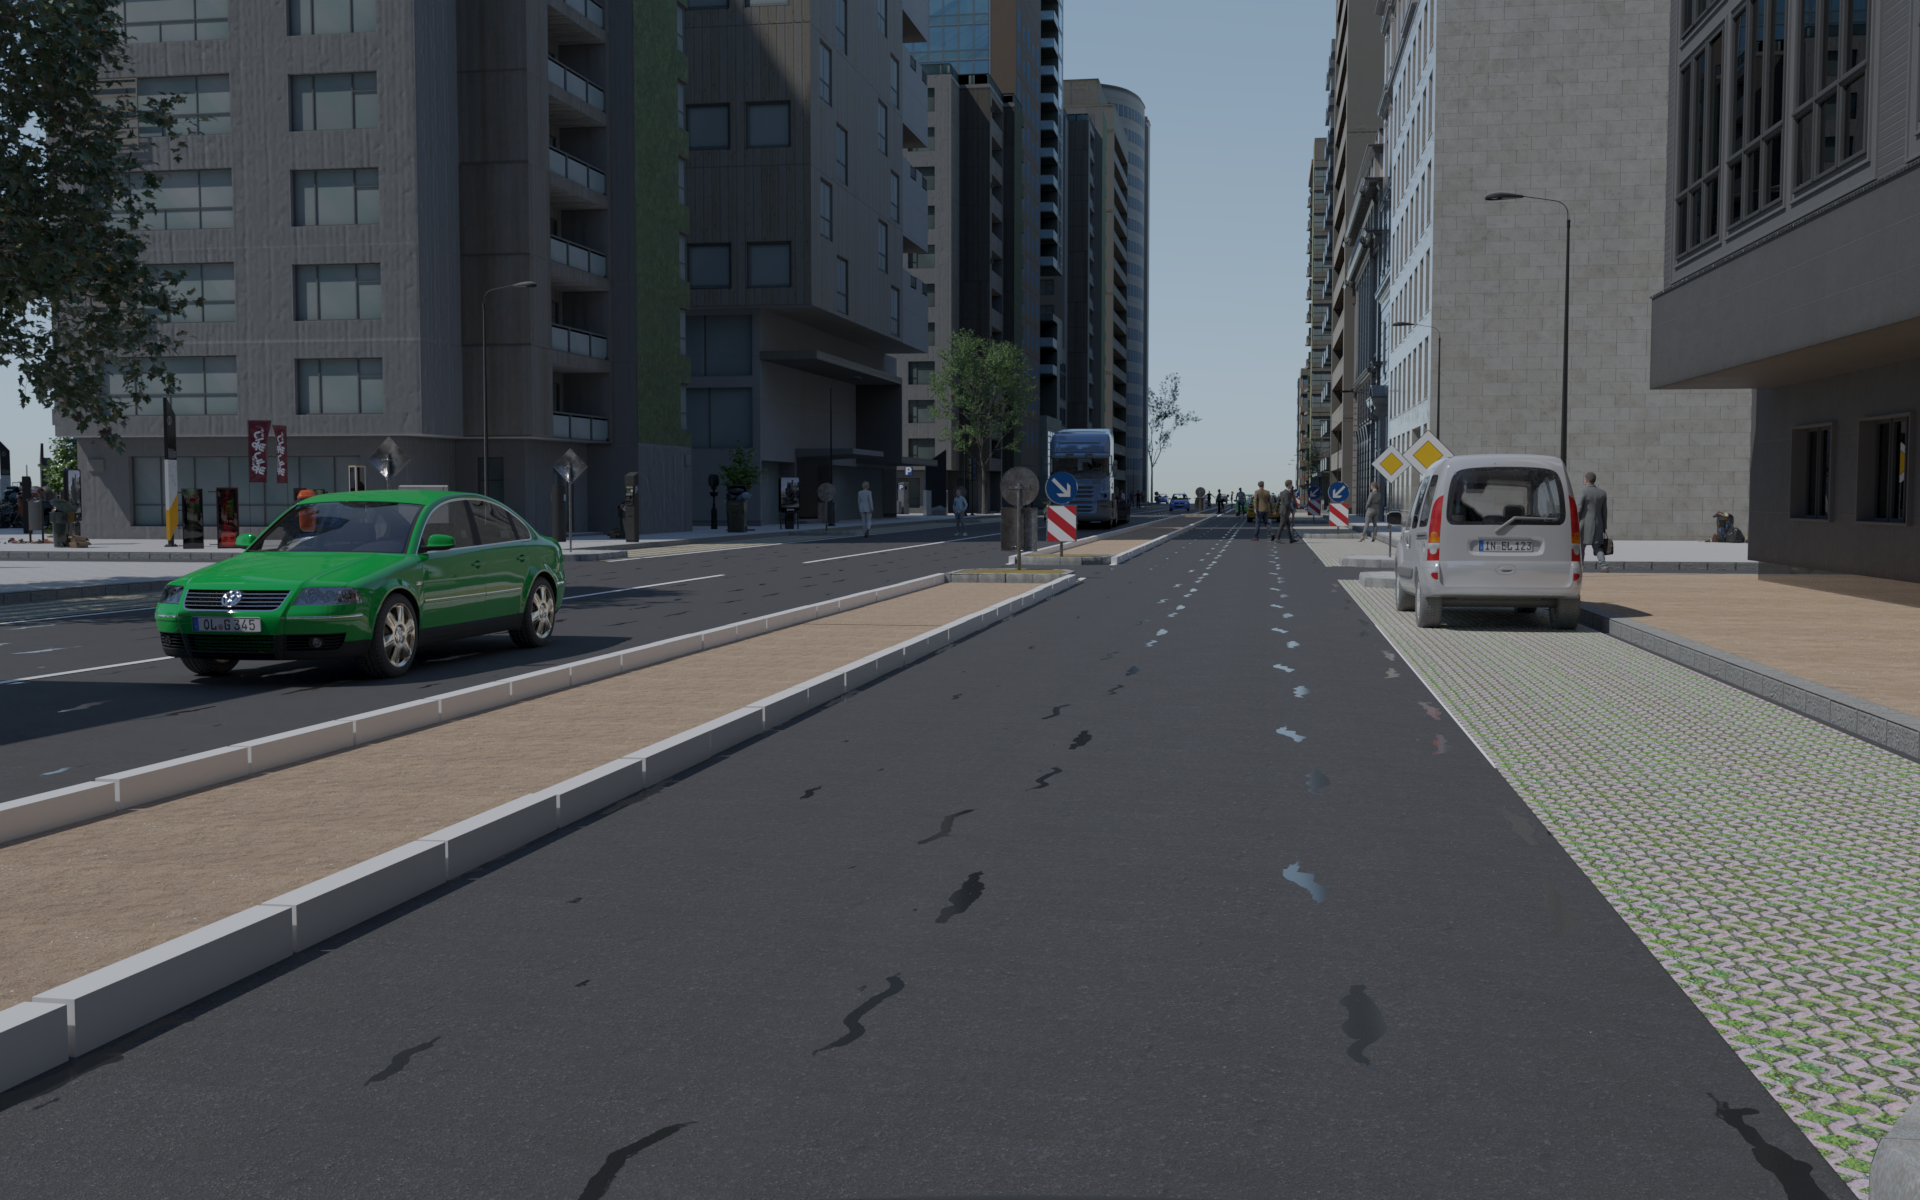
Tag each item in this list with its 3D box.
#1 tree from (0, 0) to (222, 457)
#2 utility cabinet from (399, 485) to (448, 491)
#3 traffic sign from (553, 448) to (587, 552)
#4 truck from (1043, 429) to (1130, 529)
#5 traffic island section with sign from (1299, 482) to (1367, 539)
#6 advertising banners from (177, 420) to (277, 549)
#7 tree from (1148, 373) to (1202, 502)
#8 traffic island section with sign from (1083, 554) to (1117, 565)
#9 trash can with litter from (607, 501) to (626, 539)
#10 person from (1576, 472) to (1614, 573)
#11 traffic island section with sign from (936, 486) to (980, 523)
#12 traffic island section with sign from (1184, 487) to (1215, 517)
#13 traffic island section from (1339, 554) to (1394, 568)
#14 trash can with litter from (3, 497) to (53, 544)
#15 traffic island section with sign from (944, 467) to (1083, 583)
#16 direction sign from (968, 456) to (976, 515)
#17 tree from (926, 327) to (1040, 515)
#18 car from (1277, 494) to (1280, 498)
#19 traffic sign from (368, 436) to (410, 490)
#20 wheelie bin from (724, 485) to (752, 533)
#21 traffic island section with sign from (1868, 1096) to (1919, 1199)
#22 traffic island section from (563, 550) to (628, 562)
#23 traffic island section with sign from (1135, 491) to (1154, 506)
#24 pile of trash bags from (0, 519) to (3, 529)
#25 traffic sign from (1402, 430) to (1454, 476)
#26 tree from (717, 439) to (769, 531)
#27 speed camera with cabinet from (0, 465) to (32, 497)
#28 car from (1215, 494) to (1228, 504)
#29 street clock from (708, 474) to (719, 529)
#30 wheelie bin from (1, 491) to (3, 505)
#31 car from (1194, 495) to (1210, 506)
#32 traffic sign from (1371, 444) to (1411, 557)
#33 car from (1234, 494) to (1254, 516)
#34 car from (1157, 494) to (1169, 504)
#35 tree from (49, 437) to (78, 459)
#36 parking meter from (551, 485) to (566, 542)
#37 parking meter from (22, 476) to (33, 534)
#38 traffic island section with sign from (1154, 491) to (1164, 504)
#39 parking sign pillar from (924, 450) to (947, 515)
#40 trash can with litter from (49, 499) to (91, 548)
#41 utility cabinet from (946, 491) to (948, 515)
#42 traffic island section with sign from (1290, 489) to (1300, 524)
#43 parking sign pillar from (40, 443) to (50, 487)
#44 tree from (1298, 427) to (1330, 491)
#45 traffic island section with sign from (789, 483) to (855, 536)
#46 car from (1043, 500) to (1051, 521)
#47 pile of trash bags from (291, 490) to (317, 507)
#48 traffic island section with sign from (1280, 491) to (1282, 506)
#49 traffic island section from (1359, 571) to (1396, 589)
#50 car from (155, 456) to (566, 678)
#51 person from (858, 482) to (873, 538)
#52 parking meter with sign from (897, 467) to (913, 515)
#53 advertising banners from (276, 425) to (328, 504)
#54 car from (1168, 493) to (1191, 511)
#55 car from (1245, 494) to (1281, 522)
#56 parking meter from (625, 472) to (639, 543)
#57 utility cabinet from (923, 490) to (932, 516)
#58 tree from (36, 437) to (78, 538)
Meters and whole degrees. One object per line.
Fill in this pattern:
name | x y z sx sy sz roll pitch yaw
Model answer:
tree | -14.132 -6.391 21.493 9.611 12.733 9.660 0 3 0
utility cabinet | -13.574 -2.152 43.861 1.173 1.500 0.318 -1 4 -12
traffic sign | -8.568 -2.106 38.073 0.795 2.450 0.064 1 4 10
truck | 5.974 -5.360 77.387 2.967 4.110 18.799 1 4 8
traffic island section with sign | 12.084 -2.892 55.916 1.989 1.847 2.006 1 4 10
advertising banners | -17.252 -2.721 40.681 2.074 3.025 0.090 -1 4 -23
tree | 31.184 -25.246 268.662 12.611 20.169 13.585 0 3 0
traffic island section with sign | 2.183 -1.698 35.897 2.006 1.907 1.989 1 4 10
trash can with litter | -9.718 -2.343 49.693 1.055 1.170 0.624 3 4 37
person | 10.852 -1.299 29.840 0.694 1.812 0.767 -1 4 -16
traffic island section with sign | -0.030 -4.771 86.632 1.989 1.847 2.006 1 4 10
traffic island section with sign | 15.220 -6.224 109.901 2.006 1.907 1.989 1 4 10
traffic island section | 8.732 -0.783 35.091 2.009 0.180 2.903 1 4 10
trash can with litter | -24.249 -2.086 45.164 2.233 1.210 1.678 2 4 27
traffic island section with sign | 0.887 -1.252 28.604 2.006 1.907 1.989 1 4 10
direction sign | 0.744 -6.860 104.154 0.379 3.537 0.876 -2 4 -31
tree | 1.412 -11.197 108.822 9.928 11.665 9.643 0 3 0
car | 46.308 -14.671 248.674 1.959 1.807 4.718 1 4 10
traffic sign | -9.954 -1.625 30.208 0.795 2.450 0.064 1 4 10
wheelie bin | -7.427 -3.052 57.812 0.980 1.594 0.693 0 4 4
traffic island section with sign | 2.713 0.356 2.802 1.989 1.847 2.006 1 4 10
traffic island section | -8.592 -0.970 38.139 2.009 0.180 2.903 1 4 10
traffic island section with sign | 23.041 -12.779 217.558 1.989 1.847 2.006 1 4 10
pile of trash bags | -35.571 -3.368 64.821 3.447 1.369 1.912 3 5 40
traffic sign | 7.321 -1.438 27.153 0.795 2.450 0.064 1 4 10
tree | -7.760 -4.040 60.658 1.663 3.219 1.824 0 3 0
speed camera with cabinet | -63.613 -7.495 116.879 2.038 3.252 0.660 1 4 20
car | 39.239 -15.350 259.762 1.959 1.807 4.718 1 4 9
street clock | -8.956 -3.577 63.051 0.358 2.002 0.471 -2 4 -33
wheelie bin | -38.736 -3.851 70.876 0.980 1.594 0.693 1 4 21
car | 29.480 -12.098 210.168 2.083 1.381 4.827 1 4 11
traffic sign | 8.707 -1.919 35.018 0.795 2.450 0.064 1 4 10
car | 18.928 -6.194 113.069 2.131 1.459 4.920 1 4 10
car | 29.666 -14.947 253.967 1.945 1.707 3.694 1 4 12
tree | -36.649 -5.486 73.417 4.285 4.588 4.351 0 3 0
parking meter | -10.729 -2.317 46.298 0.372 1.533 0.369 0 3 0
parking meter | -30.401 -3.103 56.448 0.255 1.863 0.399 -2 4 -24
traffic island section with sign | 27.798 -14.428 244.529 1.989 1.847 2.006 1 4 10
parking sign pillar | -1.492 -7.081 104.254 1.447 3.967 1.447 -1 4 -15
trash can with litter | -21.220 -1.836 41.399 1.055 1.170 0.624 1 4 23
utility cabinet | -1.331 -5.967 106.234 1.173 1.500 0.318 -1 4 -21
traffic island section with sign | 16.970 -4.588 83.647 1.989 1.847 2.006 1 4 10
parking sign pillar | -48.728 -6.348 92.258 1.447 3.967 1.447 -2 4 -31
tree | 39.347 -14.773 191.908 4.360 8.622 3.978 0 3 0
traffic island section with sign | -4.714 -3.147 60.086 1.989 1.847 2.006 1 4 10
car | 5.463 -5.013 92.182 2.015 1.641 3.980 1 4 9
pile of trash bags | -35.417 -4.973 91.062 1.912 1.369 3.447 1 4 12
traffic island section with sign | 25.745 -7.631 133.397 1.989 1.847 2.006 1 4 10
traffic island section | 7.346 -0.302 27.226 2.009 0.180 2.903 1 4 10
car | -4.999 -0.380 15.006 1.959 1.807 4.718 1 4 10
person | -3.088 -2.954 56.675 0.514 1.842 0.818 0 4 2
parking meter with sign | -3.591 -6.909 109.229 0.543 3.016 1.738 2 4 24
advertising banners | -17.040 -2.971 44.762 0.090 3.025 2.074 1 4 17
car | 18.850 -8.501 148.580 1.945 1.707 3.694 1 4 8
car | 15.653 -4.818 88.990 2.015 1.641 3.980 1 4 12
parking meter | -8.706 -2.462 45.968 0.255 1.863 0.399 1 4 11
utility cabinet | -1.889 -5.625 100.642 0.318 1.500 1.173 -1 4 -11
tree | -26.398 -3.452 51.044 1.663 3.219 1.824 0 3 0
